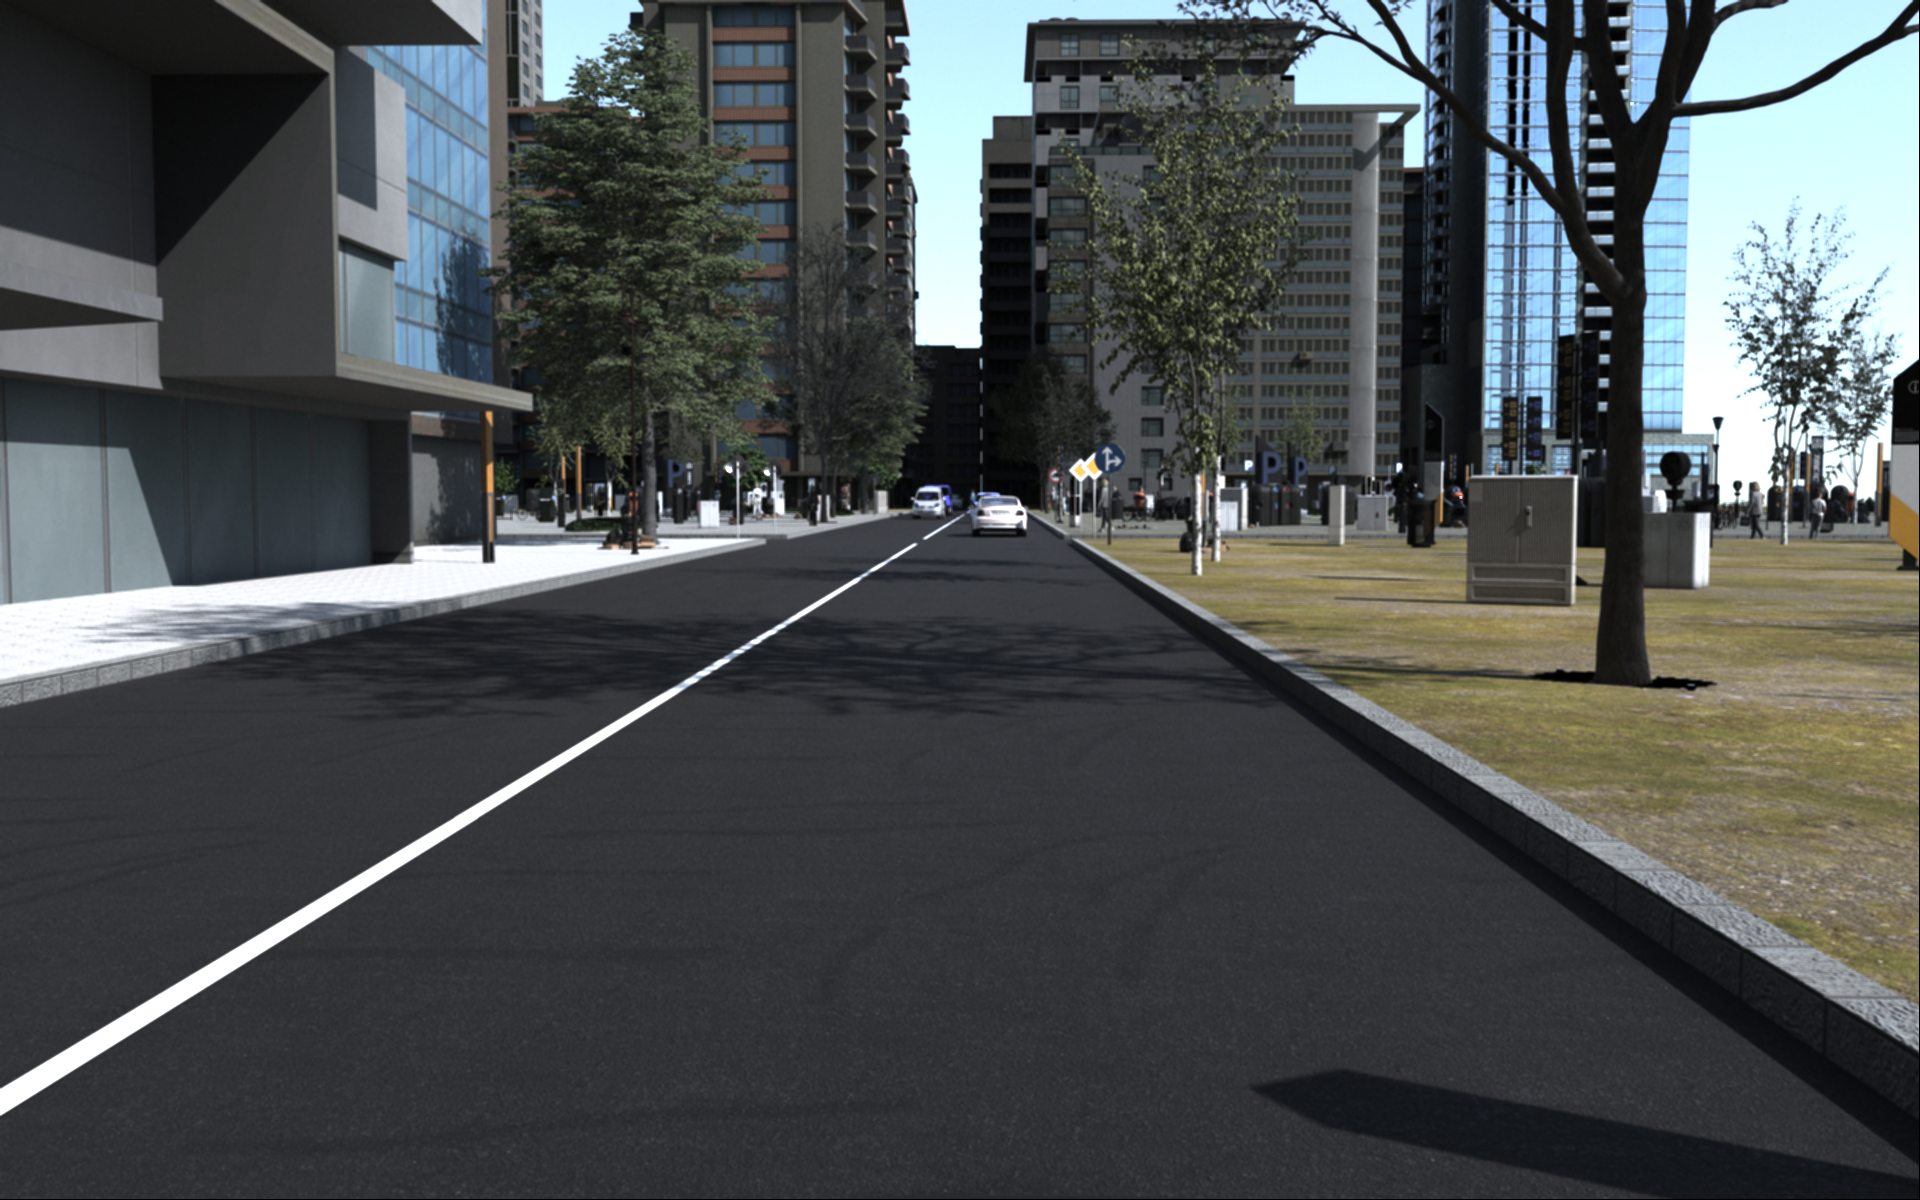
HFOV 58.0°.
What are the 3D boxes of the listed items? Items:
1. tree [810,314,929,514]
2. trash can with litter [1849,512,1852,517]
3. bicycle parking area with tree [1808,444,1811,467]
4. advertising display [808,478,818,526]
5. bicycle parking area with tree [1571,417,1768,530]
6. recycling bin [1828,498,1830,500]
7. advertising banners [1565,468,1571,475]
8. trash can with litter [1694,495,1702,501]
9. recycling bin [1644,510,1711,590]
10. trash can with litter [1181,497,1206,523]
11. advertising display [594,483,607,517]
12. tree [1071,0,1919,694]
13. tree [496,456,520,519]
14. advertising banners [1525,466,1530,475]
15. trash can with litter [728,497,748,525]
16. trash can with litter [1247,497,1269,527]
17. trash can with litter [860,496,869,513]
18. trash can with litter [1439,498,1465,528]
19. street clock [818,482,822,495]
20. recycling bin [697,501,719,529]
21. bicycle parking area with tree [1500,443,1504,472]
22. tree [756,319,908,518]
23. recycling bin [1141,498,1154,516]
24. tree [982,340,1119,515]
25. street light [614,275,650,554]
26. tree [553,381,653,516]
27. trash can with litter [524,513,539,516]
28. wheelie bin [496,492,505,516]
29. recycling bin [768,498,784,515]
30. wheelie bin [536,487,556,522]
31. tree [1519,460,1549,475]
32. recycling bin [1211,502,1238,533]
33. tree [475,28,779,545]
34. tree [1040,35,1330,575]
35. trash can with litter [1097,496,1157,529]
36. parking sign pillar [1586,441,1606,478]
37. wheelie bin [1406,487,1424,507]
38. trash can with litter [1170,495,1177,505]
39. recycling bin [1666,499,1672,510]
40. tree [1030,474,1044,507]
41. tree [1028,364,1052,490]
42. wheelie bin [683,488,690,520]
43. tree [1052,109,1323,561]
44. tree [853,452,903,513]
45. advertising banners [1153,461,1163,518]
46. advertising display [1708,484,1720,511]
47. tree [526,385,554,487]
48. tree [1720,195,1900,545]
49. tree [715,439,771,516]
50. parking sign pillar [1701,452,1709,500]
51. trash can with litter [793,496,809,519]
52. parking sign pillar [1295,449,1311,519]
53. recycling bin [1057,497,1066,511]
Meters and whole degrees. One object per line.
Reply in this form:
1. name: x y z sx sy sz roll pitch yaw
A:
1. tree: -5.590 -11.719 109.725 7.486 12.596 7.792 0 3 0
2. trash can with litter: 48.768 -5.133 95.306 1.055 1.170 0.624 -2 4 -34
3. bicycle parking area with tree: 46.209 -6.894 99.721 8.231 4.147 9.016 1 4 22
4. advertising display: -5.953 -3.968 70.084 0.123 1.923 0.974 -1 4 -21
5. bicycle parking area with tree: 25.568 -4.756 64.771 8.231 4.147 9.016 1 4 21
6. recycling bin: 52.606 -5.637 104.722 0.722 1.027 0.722 1 4 22
7. advertising banners: 40.608 -7.437 117.783 2.074 3.025 0.090 0 4 -7
8. trash can with litter: 44.404 -5.761 105.244 2.233 1.210 1.678 0 4 -7
9. recycling bin: 9.803 -0.683 23.714 0.722 1.027 0.722 3 4 37
10. trash can with litter: 10.202 -3.929 75.634 1.055 1.170 0.624 -2 4 -35
11. advertising display: -20.488 -5.715 98.653 0.974 1.923 0.123 3 4 38
12. tree: 4.372 -6.170 11.254 12.009 13.543 11.850 0 3 0
13. tree: -23.313 -5.752 88.647 1.663 3.219 1.824 0 3 0
14. advertising banners: 34.558 -6.801 107.391 0.090 3.025 2.074 -3 5 -44
15. trash can with litter: -9.312 -3.740 72.544 0.624 1.170 1.055 1 4 10
16. trash can with litter: 10.839 -3.442 67.326 1.678 1.210 2.233 -3 4 -37
17. trash can with litter: -6.440 -6.434 116.582 0.624 1.170 1.055 0 4 -2
18. trash can with litter: 18.715 -3.335 65.921 1.055 1.170 0.624 3 4 36
19. street clock: -8.525 -6.151 105.139 0.358 2.002 0.471 2 4 24
20. recycling bin: -9.434 -3.200 64.872 0.722 1.027 0.722 -1 4 -15
21. bicycle parking area with tree: 32.682 -6.737 97.145 8.231 4.147 9.016 0 4 -7
22. tree: -6.913 -9.718 93.306 8.767 10.594 7.601 0 4 -1
23. recycling bin: 11.209 -5.547 103.254 0.722 1.027 0.722 -2 4 -34
24. tree: 5.986 -10.391 104.303 8.767 10.594 7.601 -3 4 -36
25. street light: -6.923 -3.909 36.697 0.468 5.910 1.993 0 4 1
26. tree: -20.788 -9.357 103.356 4.737 8.622 4.395 0 3 0
27. trash can with litter: -25.161 -5.681 103.948 2.233 1.210 1.678 -2 4 -29
28. wheelie bin: -26.759 -5.650 100.279 0.980 1.594 0.693 0 4 1
29. recycling bin: -11.099 -5.635 104.693 0.722 1.027 0.722 3 5 41
30. wheelie bin: -18.871 -4.350 79.037 0.980 1.594 0.693 0 4 3
31. tree: 29.625 -5.827 89.873 1.663 3.219 1.824 0 3 0
32. recycling bin: 8.814 -2.766 57.782 0.722 1.027 0.722 0 4 -8
33. tree: -8.205 -7.644 43.112 7.486 12.596 7.792 0 3 0
34. tree: 3.522 -4.695 27.124 4.737 8.622 4.395 0 3 0
35. trash can with litter: 6.205 -3.257 64.310 2.233 1.210 1.678 0 4 6
36. parking sign pillar: 32.707 -6.126 88.629 1.447 3.967 1.447 0 4 1
37. wheelie bin: 19.775 -4.109 75.094 0.693 1.594 0.980 -2 4 -29
38. trash can with litter: 16.176 -7.139 127.786 2.233 1.210 1.678 0 4 1
39. recycling bin: 36.867 -4.773 90.586 0.722 1.027 0.722 1 4 19
40. tree: 7.553 -10.479 165.930 1.663 3.219 1.824 0 3 0
41. tree: 5.483 -8.739 93.242 4.360 8.622 3.978 0 3 0
42. wheelie bin: -13.681 -4.744 85.473 0.693 1.594 0.980 0 4 -4
43. tree: 4.675 -5.051 32.947 4.360 8.622 3.978 0 3 0
44. tree: -5.684 -8.320 119.743 4.285 4.588 4.351 0 3 0
45. advertising banners: 10.446 -5.801 91.041 0.090 3.025 2.074 1 4 21
46. advertising display: 50.271 -6.766 115.831 0.974 1.923 0.123 3 5 40
47. tree: -26.057 -9.865 111.658 4.737 8.622 4.395 0 3 0
48. tree: 21.148 -5.710 43.728 4.360 8.622 3.978 0 3 0
49. tree: -12.707 -7.230 101.923 4.285 4.588 4.351 0 3 0
50. parking sign pillar: 48.128 -7.552 111.942 1.447 3.967 1.447 2 4 25
51. trash can with litter: -8.058 -4.764 89.277 0.624 1.170 1.055 3 5 44
52. parking sign pillar: 17.638 -6.240 90.496 1.447 3.967 1.447 -3 5 -45
53. recycling bin: 7.763 -7.151 129.479 0.722 1.027 0.722 -2 4 -34
